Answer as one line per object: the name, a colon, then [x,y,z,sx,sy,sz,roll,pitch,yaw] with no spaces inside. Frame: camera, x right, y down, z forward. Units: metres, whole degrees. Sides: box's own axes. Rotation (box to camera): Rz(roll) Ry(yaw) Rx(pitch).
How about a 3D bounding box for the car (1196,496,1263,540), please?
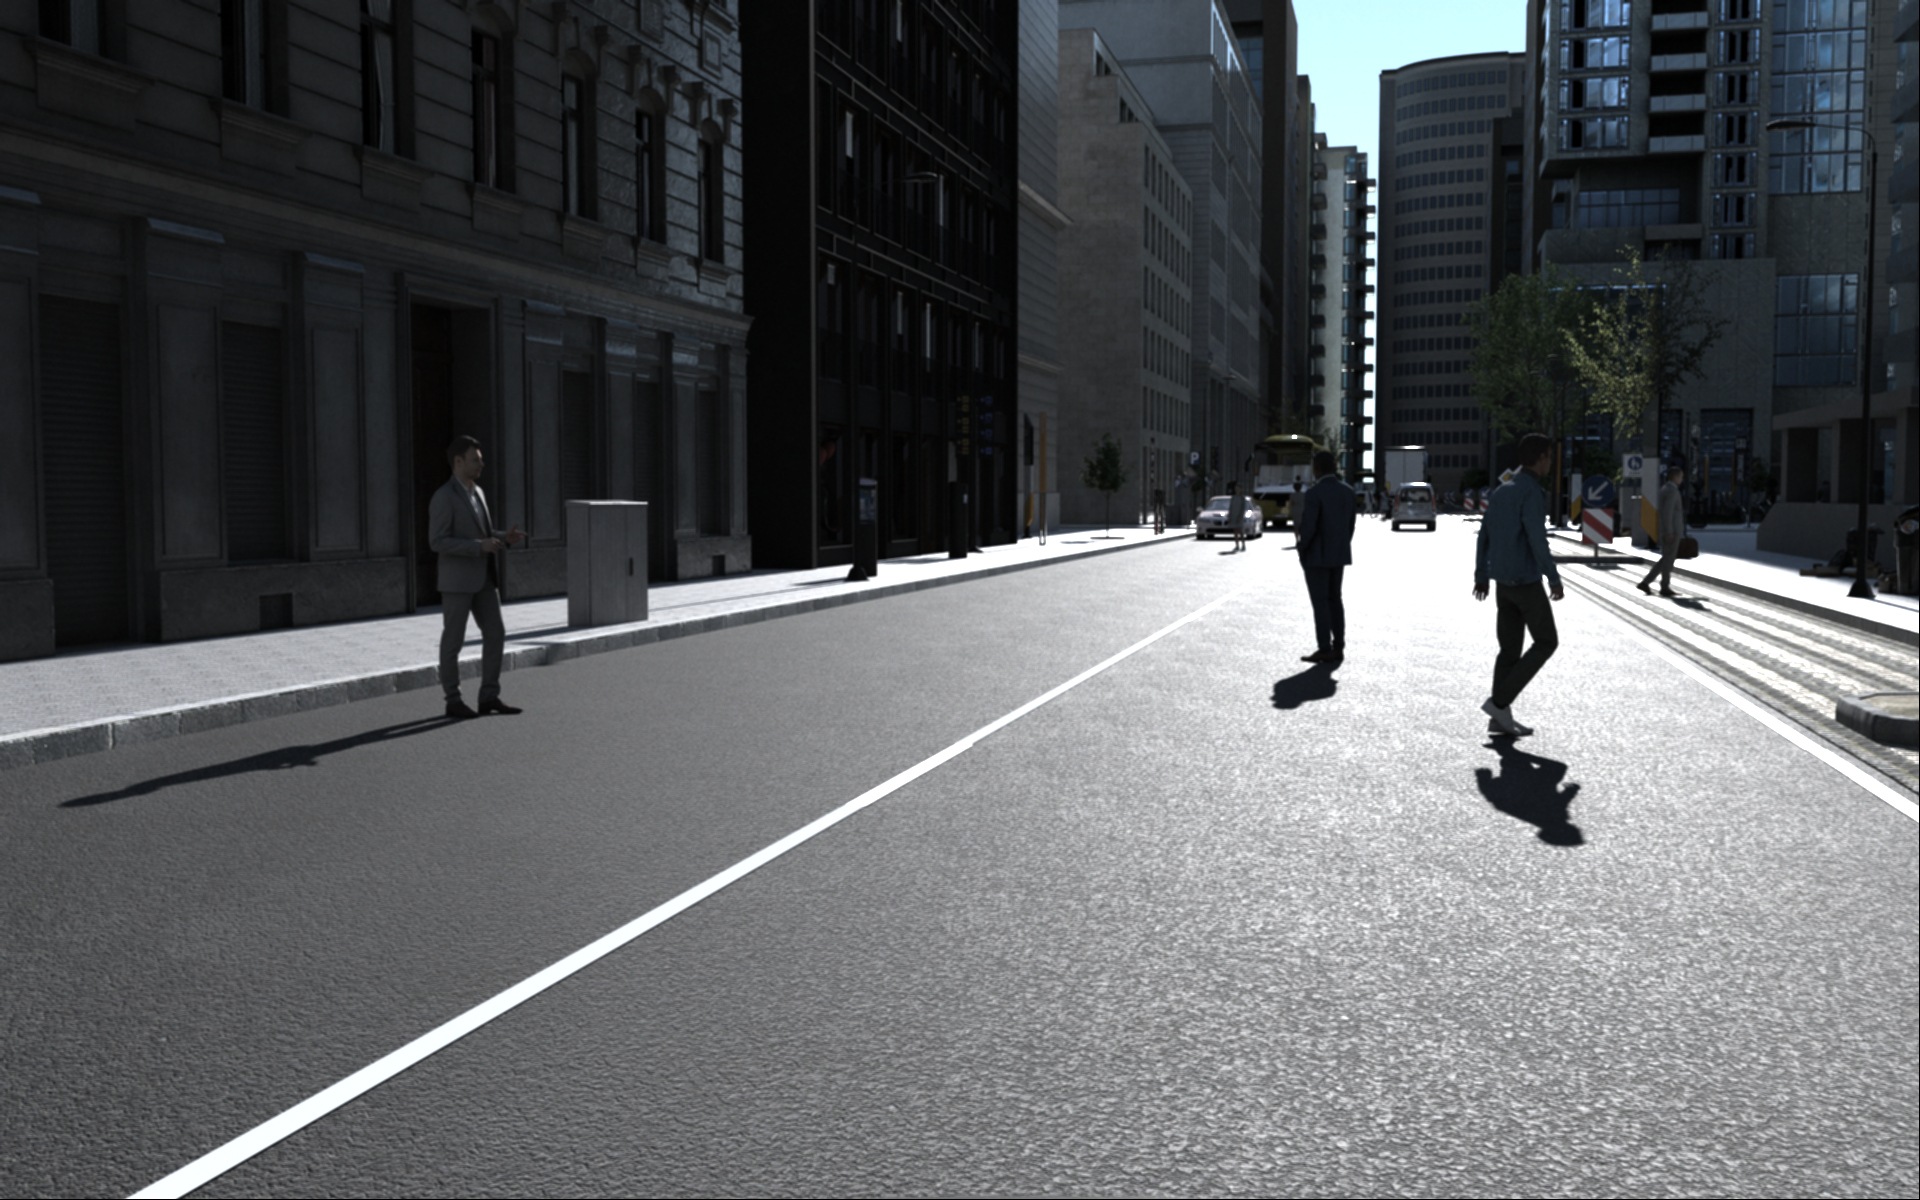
car: [8.769,-2.679,56.160,2.083,1.381,4.827,1,4,14]

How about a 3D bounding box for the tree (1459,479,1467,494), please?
tree: [58.090,-12.572,200.145,1.663,3.219,1.824,0,3,0]

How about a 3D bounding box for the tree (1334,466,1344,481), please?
tree: [35.892,-11.372,169.653,4.285,4.588,4.351,0,3,0]

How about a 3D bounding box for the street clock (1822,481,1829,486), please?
street clock: [47.431,-5.525,94.900,0.358,2.002,0.471,1,4,10]

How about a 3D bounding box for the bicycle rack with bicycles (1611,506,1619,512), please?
bicycle rack with bicycles: [36.842,-4.912,93.686,2.852,0.926,2.925,0,4,-4]

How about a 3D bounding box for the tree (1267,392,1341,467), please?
tree: [24.136,-10.620,123.992,4.737,8.622,4.395,0,3,0]

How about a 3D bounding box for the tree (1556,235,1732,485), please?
tree: [19.474,-6.042,49.148,4.360,8.622,3.978,0,3,0]

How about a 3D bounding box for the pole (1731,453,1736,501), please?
pole: [38.662,-5.669,86.534,0.158,3.312,0.155,0,3,0]

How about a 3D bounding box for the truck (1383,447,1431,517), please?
truck: [28.183,-7.361,109.266,2.839,4.237,11.283,1,4,16]

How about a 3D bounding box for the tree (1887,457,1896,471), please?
tree: [26.573,-3.231,47.421,1.663,3.219,1.824,0,3,0]

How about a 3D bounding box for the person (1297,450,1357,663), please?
person: [3.142,-0.374,14.799,0.721,1.800,0.419,-3,5,-42]

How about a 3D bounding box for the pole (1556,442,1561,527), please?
pole: [23.609,-4.547,68.182,0.158,3.312,0.155,0,3,0]

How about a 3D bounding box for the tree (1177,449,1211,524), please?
tree: [10.093,-4.918,75.011,1.663,3.219,1.824,0,3,0]

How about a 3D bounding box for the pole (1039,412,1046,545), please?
pole: [2.075,-3.028,43.357,0.158,3.312,0.155,0,3,0]

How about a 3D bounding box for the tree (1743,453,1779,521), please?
tree: [37.381,-5.303,81.309,1.663,3.219,1.824,0,3,0]

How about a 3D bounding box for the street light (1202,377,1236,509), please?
street light: [10.242,-5.886,68.774,1.470,5.913,1.316,1,4,15]

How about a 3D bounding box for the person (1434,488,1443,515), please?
person: [32.061,-6.608,116.517,0.794,1.824,0.713,-1,4,-23]

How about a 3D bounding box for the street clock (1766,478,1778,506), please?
street clock: [37.209,-4.579,79.438,0.471,2.002,0.358,-1,4,-9]

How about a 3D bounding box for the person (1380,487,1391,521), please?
person: [22.546,-5.088,91.776,0.616,1.811,0.778,1,4,18]

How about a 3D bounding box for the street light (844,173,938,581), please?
street light: [-1.005,-3.229,25.332,1.470,5.913,1.316,1,4,15]

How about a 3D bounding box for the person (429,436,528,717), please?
person: [-3.097,-0.149,11.142,0.583,1.804,0.606,1,4,11]

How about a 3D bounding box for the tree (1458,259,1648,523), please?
tree: [26.656,-9.310,77.971,9.928,11.665,9.643,0,3,0]

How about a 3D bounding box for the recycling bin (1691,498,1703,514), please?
recycling bin: [44.944,-5.682,105.459,0.722,1.027,0.722,0,4,2]

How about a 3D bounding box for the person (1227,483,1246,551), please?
person: [7.017,-2.092,43.712,0.512,1.701,0.522,2,4,32]

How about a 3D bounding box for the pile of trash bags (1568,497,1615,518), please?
pile of trash bags: [33.702,-5.121,93.474,1.912,1.369,3.447,0,4,5]

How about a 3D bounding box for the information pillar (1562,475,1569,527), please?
information pillar: [23.866,-3.916,68.515,0.304,2.012,0.304,-1,4,-9]

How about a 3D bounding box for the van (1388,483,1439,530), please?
van: [18.302,-3.844,69.868,2.013,2.044,4.112,1,4,13]

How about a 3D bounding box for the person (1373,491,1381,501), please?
person: [38.676,-9.287,161.064,1.217,1.735,0.721,-2,4,-27]

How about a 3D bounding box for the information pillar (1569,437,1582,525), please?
information pillar: [25.383,-4.890,71.312,0.504,3.616,0.183,-2,4,-27]

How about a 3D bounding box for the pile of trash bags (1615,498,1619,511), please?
pile of trash bags: [36.607,-5.428,98.493,1.912,1.369,3.447,1,4,22]

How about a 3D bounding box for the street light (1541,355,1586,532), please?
street light: [20.325,-5.228,58.017,1.470,5.913,1.316,1,4,15]

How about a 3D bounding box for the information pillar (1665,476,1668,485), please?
information pillar: [28.455,-3.979,69.547,0.304,2.012,0.304,2,4,28]

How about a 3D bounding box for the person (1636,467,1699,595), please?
person: [10.002,-0.963,24.365,0.853,1.813,0.709,1,4,9]

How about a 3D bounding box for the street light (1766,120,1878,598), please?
street light: [10.711,-2.998,21.562,1.470,5.913,1.316,1,4,15]

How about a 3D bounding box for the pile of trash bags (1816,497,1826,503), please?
pile of trash bags: [49.742,-5.295,96.319,1.912,1.369,3.447,-3,5,-45]

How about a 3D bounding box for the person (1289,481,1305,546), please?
person: [9.406,-2.376,47.700,0.716,1.782,0.532,0,4,4]

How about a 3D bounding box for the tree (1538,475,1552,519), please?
tree: [30.129,-5.809,89.578,1.663,3.219,1.824,0,3,0]

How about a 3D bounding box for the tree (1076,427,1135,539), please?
tree: [4.326,-3.359,49.521,1.663,3.219,1.824,0,3,0]

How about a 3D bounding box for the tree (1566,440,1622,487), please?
tree: [38.609,-7.419,105.022,4.285,4.588,4.351,0,3,0]

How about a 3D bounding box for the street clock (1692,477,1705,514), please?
street clock: [34.529,-4.676,81.015,0.358,2.002,0.471,-3,5,-43]

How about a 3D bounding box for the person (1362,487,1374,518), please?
person: [24.065,-5.734,102.132,0.514,1.842,0.818,-3,5,-42]

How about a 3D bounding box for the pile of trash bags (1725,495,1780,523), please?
pile of trash bags: [35.815,-4.133,77.324,1.912,1.369,3.447,-3,5,-40]

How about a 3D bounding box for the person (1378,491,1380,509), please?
person: [39.347,-9.376,162.620,0.721,1.723,1.217,0,4,-5]

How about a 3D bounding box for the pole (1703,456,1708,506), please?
pole: [40.401,-6.117,93.863,0.158,3.312,0.155,0,3,0]

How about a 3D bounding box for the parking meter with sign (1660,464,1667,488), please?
parking meter with sign: [41.447,-6.452,101.746,0.543,3.016,1.738,2,4,31]

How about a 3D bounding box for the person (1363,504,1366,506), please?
person: [47.756,-11.910,204.171,0.436,1.711,0.756,-1,4,-17]

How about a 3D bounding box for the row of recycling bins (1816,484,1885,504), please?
row of recycling bins: [37.175,-4.043,73.221,3.534,1.692,1.069,0,4,7]

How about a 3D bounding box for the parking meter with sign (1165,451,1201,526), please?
parking meter with sign: [9.039,-4.537,70.433,1.738,3.016,0.543,-3,5,-44]

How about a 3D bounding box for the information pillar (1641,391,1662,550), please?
information pillar: [15.888,-2.963,39.802,0.183,3.616,0.504,-1,4,-23]

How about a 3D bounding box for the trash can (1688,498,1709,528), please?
trash can: [27.678,-3.259,64.932,0.748,1.137,0.748,0,3,0]

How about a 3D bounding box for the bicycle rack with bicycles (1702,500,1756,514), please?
bicycle rack with bicycles: [42.757,-5.111,96.943,2.925,0.926,2.852,0,4,1]

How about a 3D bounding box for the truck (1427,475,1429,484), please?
truck: [34.191,-8.379,132.927,3.469,3.379,9.791,1,4,16]

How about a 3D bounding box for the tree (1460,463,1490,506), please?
tree: [54.919,-12.262,184.199,4.285,4.588,4.351,0,3,0]

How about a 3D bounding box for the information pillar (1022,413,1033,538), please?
information pillar: [1.973,-3.587,49.995,0.183,3.616,0.504,-1,4,-23]

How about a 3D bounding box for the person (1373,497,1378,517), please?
person: [25.828,-5.774,107.594,0.332,1.250,0.352,-1,4,-13]

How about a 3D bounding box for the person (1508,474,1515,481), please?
person: [11.194,-1.626,34.959,0.514,1.842,0.818,-2,4,-28]

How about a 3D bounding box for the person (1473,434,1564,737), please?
person: [3.272,-0.084,10.215,0.444,1.785,0.601,0,4,-6]

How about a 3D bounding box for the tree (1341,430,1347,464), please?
tree: [38.704,-14.165,181.966,4.737,8.622,4.395,0,3,0]
